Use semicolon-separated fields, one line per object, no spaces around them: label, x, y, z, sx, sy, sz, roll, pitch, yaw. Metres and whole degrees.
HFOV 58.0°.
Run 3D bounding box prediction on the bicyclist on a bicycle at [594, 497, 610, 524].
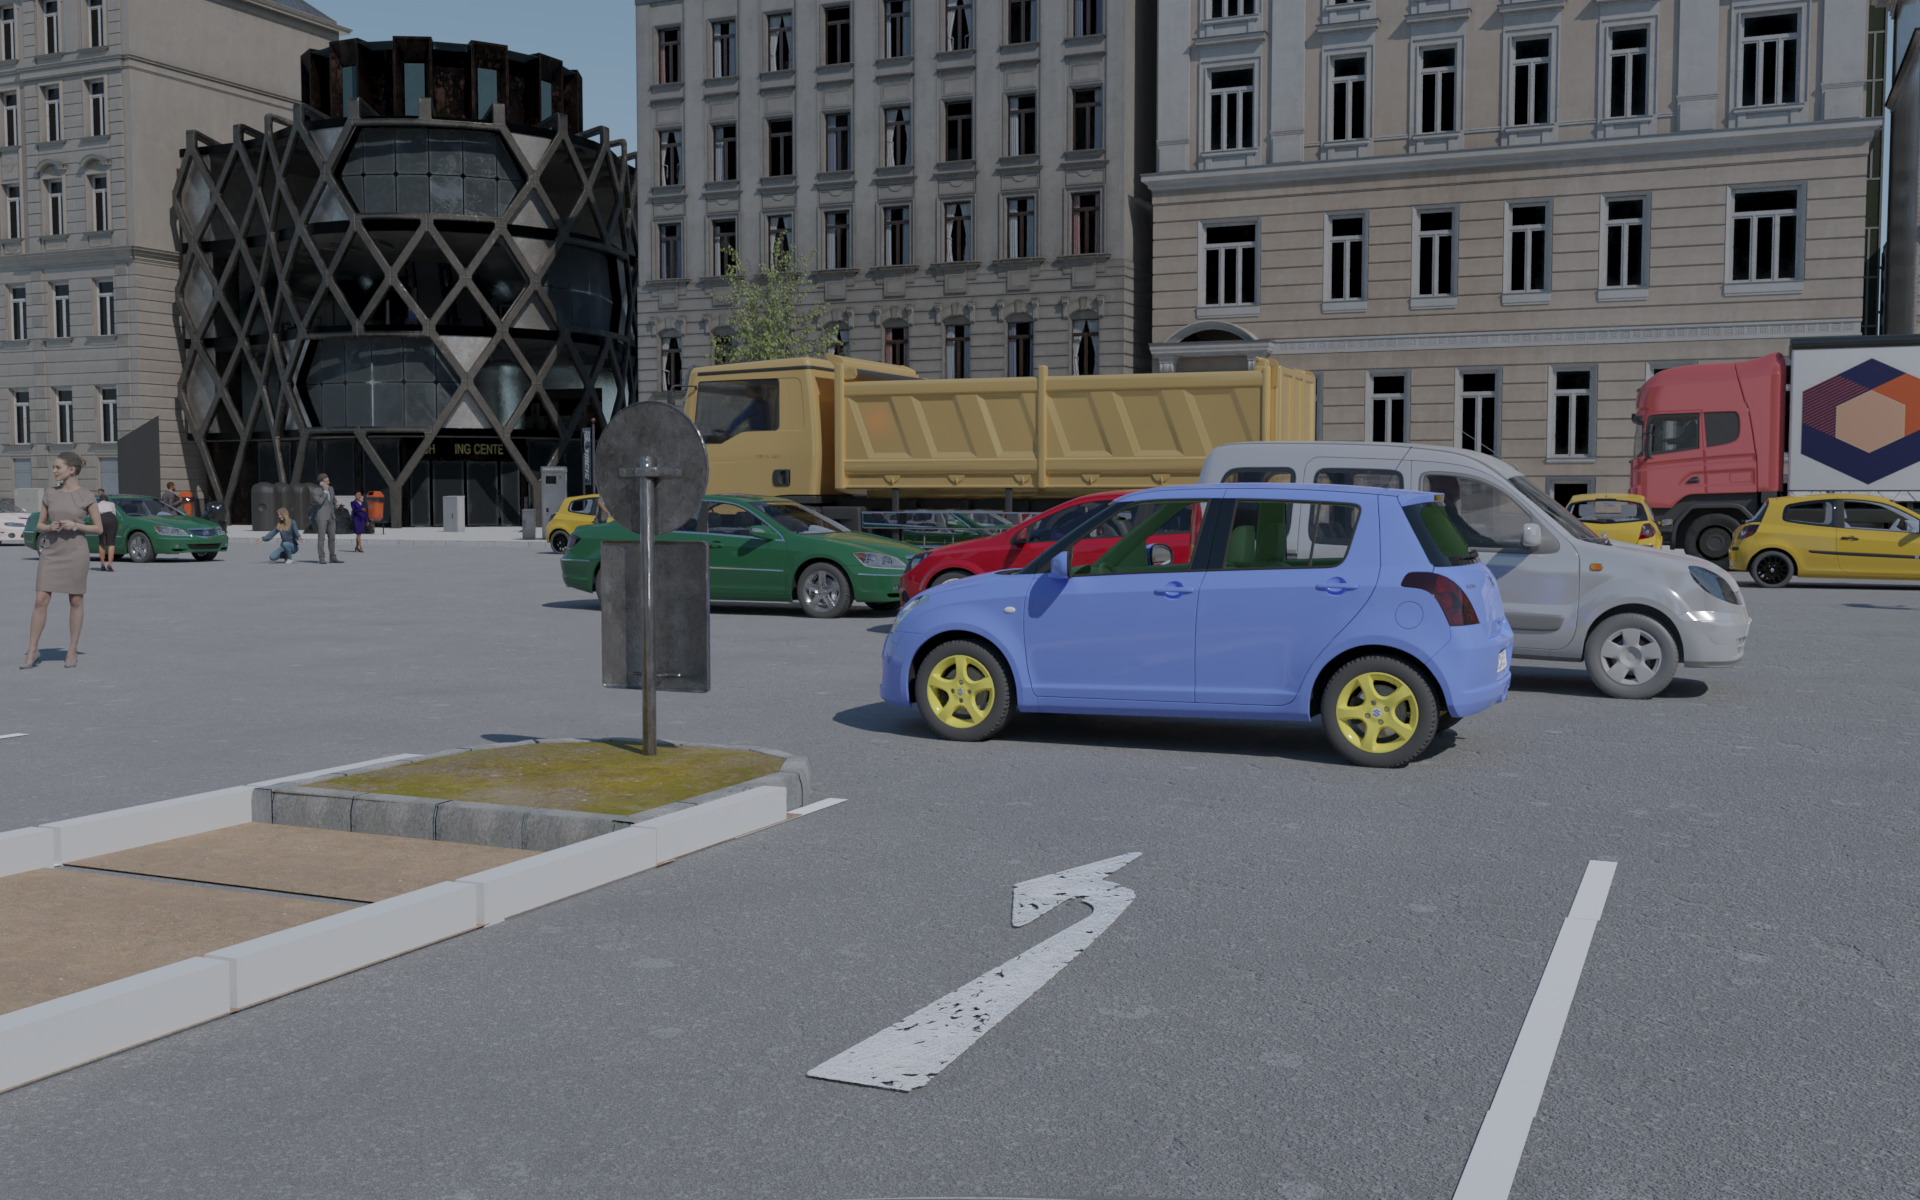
bicyclist on a bicycle;-7.336;-1.609;36.326;1.625;1.676;1.499;1;4;23

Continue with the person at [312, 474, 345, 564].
person;-12.970;-1.670;35.615;0.447;1.846;0.655;2;4;25

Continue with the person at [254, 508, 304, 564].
person;-13.871;-1.324;35.652;1.012;1.151;0.738;1;4;16

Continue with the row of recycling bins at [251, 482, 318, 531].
row of recycling bins;-23.731;-3.309;61.223;1.069;1.692;3.534;1;4;11

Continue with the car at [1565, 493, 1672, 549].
car;11.046;-1.180;29.516;2.015;1.641;3.980;1;4;22

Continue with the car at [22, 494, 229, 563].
car;-17.986;-1.562;37.341;4.920;1.459;2.131;2;4;25

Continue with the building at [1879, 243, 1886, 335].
building;107.862;-25.459;187.962;14.107;30.474;14.160;2;4;24

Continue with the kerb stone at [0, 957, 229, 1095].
kerb stone;-2.265;1.093;4.327;0.120;0.150;1.000;2;4;24

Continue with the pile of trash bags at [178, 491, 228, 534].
pile of trash bags;-24.185;-2.745;54.636;1.912;1.369;3.447;-1;4;-17

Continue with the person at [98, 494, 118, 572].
person;-15.827;-1.250;32.128;0.799;1.438;0.628;2;4;30

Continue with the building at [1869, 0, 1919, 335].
building;34.343;-11.002;44.508;19.286;19.102;10.561;2;4;24

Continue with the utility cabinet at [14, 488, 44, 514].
utility cabinet;-35.099;-3.465;65.327;1.173;1.500;0.318;1;4;20

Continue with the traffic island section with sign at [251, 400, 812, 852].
traffic island section with sign;-1.765;0.010;7.968;2.006;1.907;1.989;2;4;24

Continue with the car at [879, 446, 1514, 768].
car;1.336;-0.041;10.260;3.694;1.707;1.945;2;4;24

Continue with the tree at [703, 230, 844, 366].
tree;-5.449;-6.052;49.317;4.737;8.622;4.395;0;3;0

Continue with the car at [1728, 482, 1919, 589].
car;13.922;-0.993;26.463;3.980;1.641;2.015;1;4;23

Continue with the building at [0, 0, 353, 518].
building;-41.687;-17.229;78.954;25.104;27.353;12.463;2;4;24

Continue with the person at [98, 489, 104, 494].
person;-25.593;-2.518;51.534;0.647;1.594;0.662;1;4;22

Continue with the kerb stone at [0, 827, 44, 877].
kerb stone;-3.729;0.978;6.202;0.120;0.150;1.000;2;4;24

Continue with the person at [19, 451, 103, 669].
person;-7.430;-0.334;14.301;0.599;1.781;0.374;-1;4;-9

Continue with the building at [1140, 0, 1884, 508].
building;17.182;-16.403;54.090;20.117;28.700;13.634;2;4;24

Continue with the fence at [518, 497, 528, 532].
fence;-14.839;-2.938;59.235;0.480;1.192;2.264;-1;4;-12

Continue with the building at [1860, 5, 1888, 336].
building;93.520;-46.436;197.488;20.611;71.187;20.563;2;4;24

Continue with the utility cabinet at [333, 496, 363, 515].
utility cabinet;-21.679;-3.071;61.377;1.020;1.237;0.306;0;4;-2

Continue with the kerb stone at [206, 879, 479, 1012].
kerb stone;-1.850;1.036;5.266;0.120;0.150;1.000;2;4;24

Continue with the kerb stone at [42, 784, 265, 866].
kerb stone;-3.310;0.921;7.143;0.120;0.150;1.000;2;4;24

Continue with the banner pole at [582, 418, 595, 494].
banner pole;-12.245;-4.114;57.288;0.863;3.779;0.401;3;5;42

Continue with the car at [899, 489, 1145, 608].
car;1.510;-0.505;17.305;4.494;1.783;2.155;2;4;25

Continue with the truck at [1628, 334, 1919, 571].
truck;17.451;-2.593;31.307;11.283;4.237;2.839;2;4;25

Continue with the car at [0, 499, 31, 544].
car;-27.573;-2.223;48.704;4.827;1.381;2.083;1;4;23

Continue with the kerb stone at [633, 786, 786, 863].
kerb stone;-1.018;0.921;7.149;0.120;0.150;1.000;2;4;24

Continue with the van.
van;3.822;-0.383;13.271;4.112;2.044;2.013;2;4;24

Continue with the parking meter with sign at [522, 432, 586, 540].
parking meter with sign;-11.365;-3.193;48.460;1.738;3.016;0.543;-1;4;-9

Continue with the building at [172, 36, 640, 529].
building;-21.533;-12.556;72.748;16.811;18.784;16.820;2;4;24

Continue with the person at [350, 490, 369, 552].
person;-14.667;-1.935;42.500;0.546;1.535;0.453;1;4;16

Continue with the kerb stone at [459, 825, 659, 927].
kerb stone;-1.422;0.979;6.200;0.120;0.150;1.000;2;4;24

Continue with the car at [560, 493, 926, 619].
car;-2.560;-0.579;21.271;4.920;1.459;2.131;2;4;24

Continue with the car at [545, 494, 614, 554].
car;-7.887;-1.898;41.259;3.980;1.641;2.015;1;4;23

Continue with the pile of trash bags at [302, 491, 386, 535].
pile of trash bags;-19.548;-2.807;55.645;3.447;1.369;1.912;3;4;39

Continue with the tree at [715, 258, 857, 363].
tree;-5.707;-6.372;54.548;4.360;8.622;3.978;0;3;0

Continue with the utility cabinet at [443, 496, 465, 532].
utility cabinet;-17.112;-2.898;58.537;0.306;1.237;1.020;-3;5;-43

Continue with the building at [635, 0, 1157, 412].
building;-1.205;-12.919;60.373;18.267;20.994;9.793;2;4;24

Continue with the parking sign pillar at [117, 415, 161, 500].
parking sign pillar;-27.959;-4.313;58.991;1.447;3.967;1.447;-2;4;-28

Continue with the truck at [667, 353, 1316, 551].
truck;-0.079;-1.755;24.619;9.791;3.379;3.469;1;4;22

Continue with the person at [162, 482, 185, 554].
person;-18.813;-1.964;41.428;0.431;1.722;0.655;-3;4;-38

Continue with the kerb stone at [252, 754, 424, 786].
kerb stone;-2.891;0.863;8.083;0.120;0.150;1.000;2;4;24

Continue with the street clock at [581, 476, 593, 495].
street clock;-14.494;-3.843;67.406;0.471;2.002;0.358;2;4;34
